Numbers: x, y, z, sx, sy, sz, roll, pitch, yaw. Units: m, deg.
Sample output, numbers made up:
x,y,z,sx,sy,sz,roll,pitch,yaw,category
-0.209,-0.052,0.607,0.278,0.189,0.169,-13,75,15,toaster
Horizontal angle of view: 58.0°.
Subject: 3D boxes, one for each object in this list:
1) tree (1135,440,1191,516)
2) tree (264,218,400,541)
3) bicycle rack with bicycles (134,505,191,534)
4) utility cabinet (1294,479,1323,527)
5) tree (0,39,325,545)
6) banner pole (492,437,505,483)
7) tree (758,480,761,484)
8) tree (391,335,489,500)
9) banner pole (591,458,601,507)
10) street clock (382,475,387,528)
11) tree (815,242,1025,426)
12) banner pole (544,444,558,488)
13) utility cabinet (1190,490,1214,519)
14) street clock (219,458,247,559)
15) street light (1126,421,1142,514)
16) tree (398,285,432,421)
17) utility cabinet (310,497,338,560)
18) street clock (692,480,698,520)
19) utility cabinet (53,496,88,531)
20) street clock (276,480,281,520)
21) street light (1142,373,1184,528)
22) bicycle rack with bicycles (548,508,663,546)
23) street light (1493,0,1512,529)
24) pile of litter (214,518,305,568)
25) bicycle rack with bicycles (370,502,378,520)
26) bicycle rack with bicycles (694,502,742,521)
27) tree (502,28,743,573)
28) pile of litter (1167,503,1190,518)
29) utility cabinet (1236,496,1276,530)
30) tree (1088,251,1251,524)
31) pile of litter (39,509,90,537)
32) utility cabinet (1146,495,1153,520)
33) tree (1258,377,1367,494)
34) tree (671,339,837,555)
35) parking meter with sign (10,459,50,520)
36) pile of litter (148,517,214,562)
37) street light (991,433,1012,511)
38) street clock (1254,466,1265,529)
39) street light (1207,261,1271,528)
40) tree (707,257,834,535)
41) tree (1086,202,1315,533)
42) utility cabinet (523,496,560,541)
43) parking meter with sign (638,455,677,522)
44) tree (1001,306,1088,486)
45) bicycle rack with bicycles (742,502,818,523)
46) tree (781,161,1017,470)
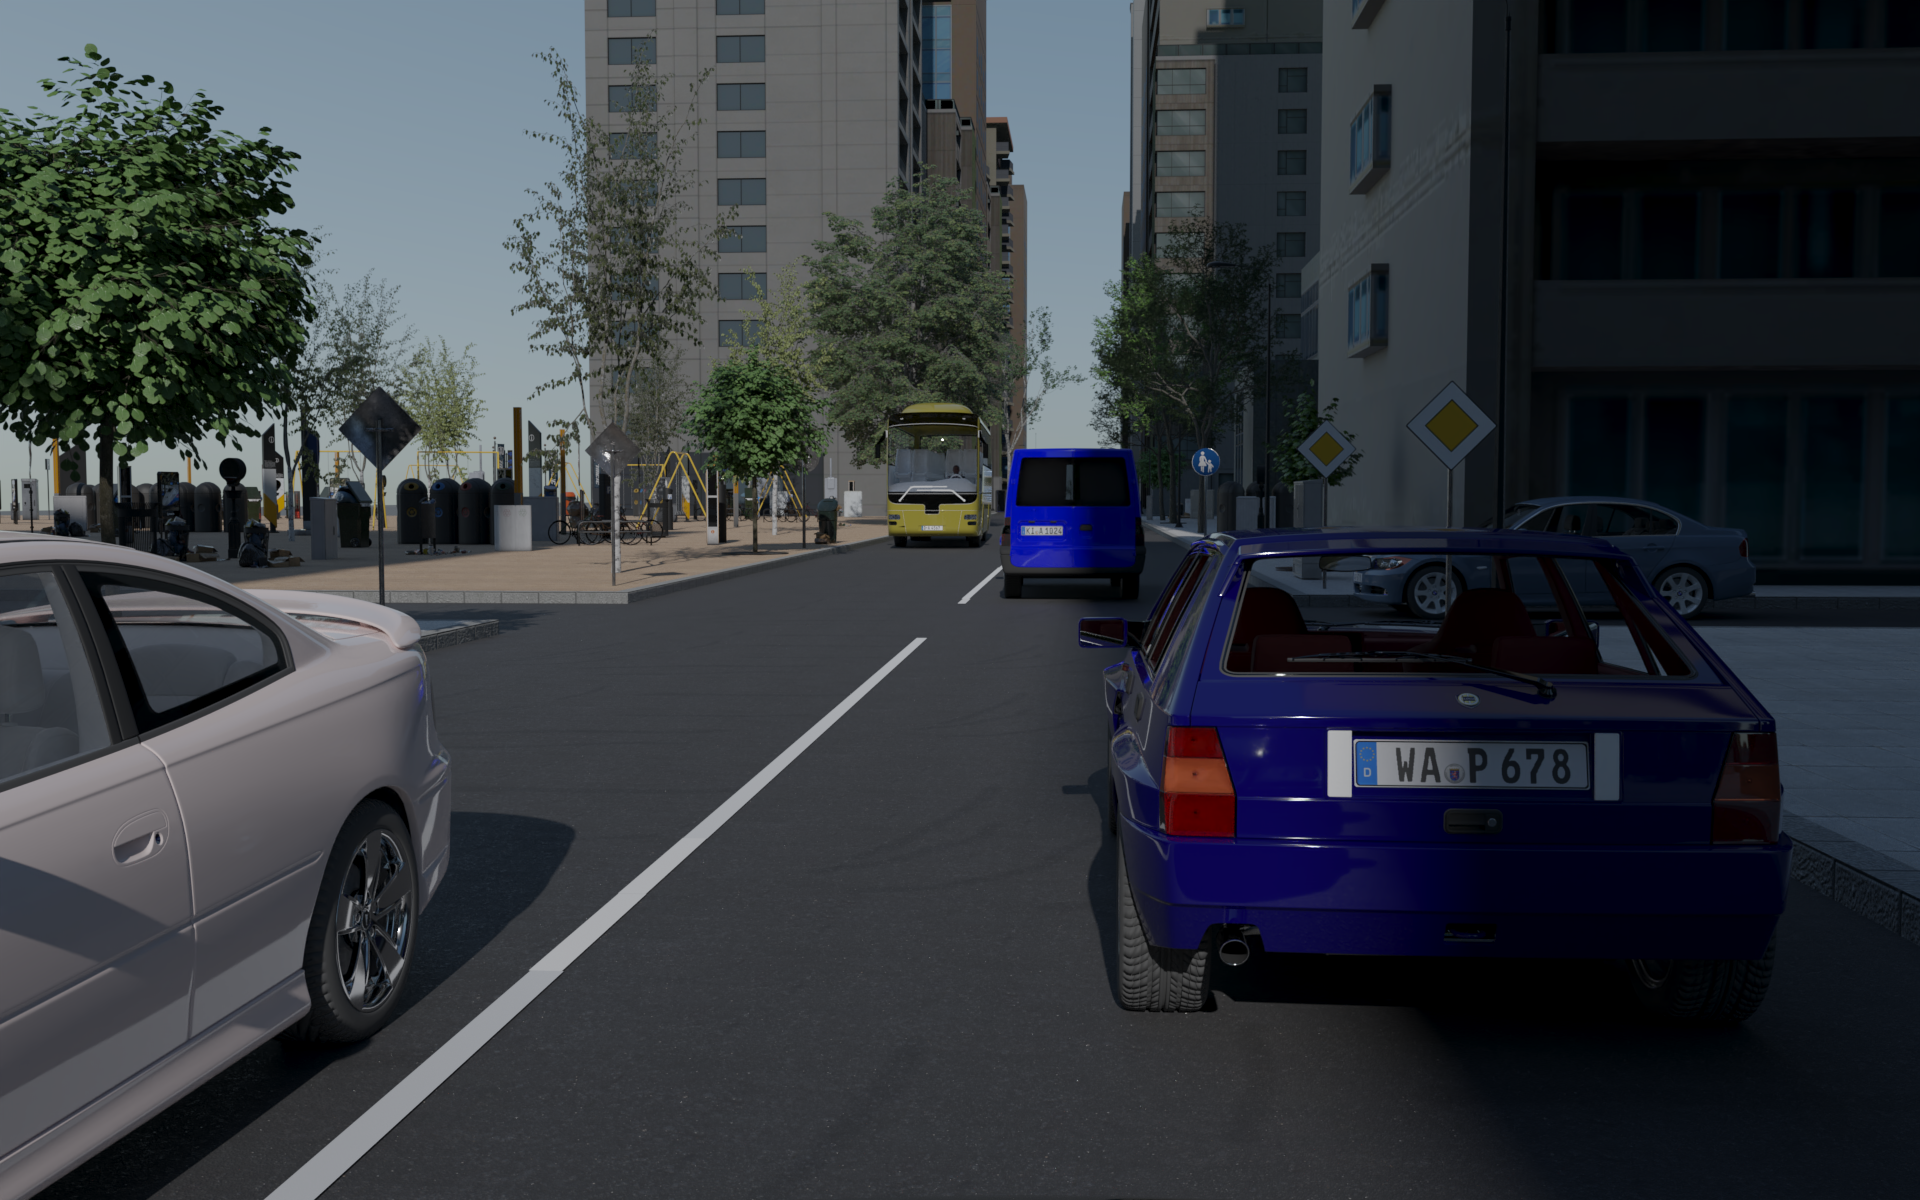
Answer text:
x,y,z,sx,sy,sz,roll,pitch,yaw,category
12.035,-7.303,103.125,4.285,4.588,4.351,0,3,0,tree
-17.924,-5.901,46.850,4.360,8.622,3.978,0,3,0,tree
-26.075,-2.599,55.877,2.852,0.926,2.925,-1,4,-8,bicycle rack with bicycles
5.286,-1.084,26.406,0.318,1.500,1.173,0,4,4,utility cabinet
-6.250,-1.778,12.780,4.285,4.588,4.351,0,3,0,tree
-20.138,-5.238,75.651,0.401,3.779,0.863,2,4,25,banner pole
-11.192,-8.558,90.290,4.360,8.622,3.978,0,3,0,tree
-23.528,-7.895,79.441,4.737,8.622,4.395,0,3,0,tree
-18.660,-6.032,88.634,0.863,3.779,0.401,2,4,33,banner pole
-21.873,-3.730,65.561,0.358,2.002,0.471,0,3,0,street clock
-1.837,-10.446,81.158,12.009,13.543,11.850,0,3,0,tree
-20.463,-5.901,86.492,0.863,3.779,0.401,-1,4,-22,banner pole
12.345,-4.866,88.236,1.173,1.500,0.318,2,4,24,utility cabinet
-14.467,-1.831,34.502,0.471,2.002,0.358,1,4,12,street clock
10.231,-7.693,98.328,1.470,5.913,1.316,0,4,4,street light
-19.728,-6.535,57.210,4.360,8.622,3.978,0,3,0,tree
-12.578,-1.414,34.278,0.306,1.237,1.020,0,4,-7,utility cabinet
-13.306,-5.043,87.028,0.358,2.002,0.471,-1,4,-13,street clock
-30.671,-2.970,59.715,1.020,1.237,0.306,-1,4,-23,utility cabinet
-34.474,-5.061,87.310,0.471,2.002,0.358,-2,4,-35,street clock
7.858,-5.733,66.272,1.470,5.913,1.316,0,4,4,street light
-8.941,-1.864,43.861,2.925,0.926,2.852,-1,4,-13,bicycle rack with bicycles
4.273,-2.621,15.396,1.470,5.913,1.316,0,4,4,street light
-12.253,-1.032,30.830,1.176,0.858,1.719,0,4,2,pile of litter
-30.592,-4.528,87.407,2.852,0.926,2.925,-1,4,-21,bicycle rack with bicycles
-10.816,-4.195,81.972,2.925,0.926,2.852,1,4,13,bicycle rack with bicycles
-5.606,-4.757,28.147,4.360,8.622,3.978,0,3,0,tree
11.669,-4.727,91.256,1.719,0.858,1.176,0,4,7,pile of litter
8.003,-2.184,46.875,1.020,1.237,0.306,2,4,24,utility cabinet
9.122,-9.124,74.932,9.928,11.665,9.643,0,3,0,tree
-26.985,-2.316,51.825,1.719,0.858,1.176,-2,4,-29,pile of litter
9.431,-4.587,86.153,0.306,1.237,1.020,1,4,8,utility cabinet
5.796,-2.090,28.770,1.663,3.219,1.824,0,3,0,tree
-4.460,-3.258,36.983,4.285,4.588,4.351,0,3,0,tree
-45.808,-5.446,85.298,1.738,3.016,0.543,-1,4,-14,parking meter with sign
-14.654,-1.158,32.901,1.176,0.858,1.719,3,5,40,pile of litter
3.030,-9.704,131.198,1.470,5.913,1.316,0,4,4,street light
7.670,-2.419,44.117,0.358,2.002,0.471,0,4,8,street clock
5.630,-3.803,34.714,1.470,5.913,1.316,0,4,4,street light
-5.864,-6.353,54.230,4.737,8.622,4.395,0,3,0,tree
7.710,-7.468,56.515,8.767,10.594,7.601,3,5,41,tree
-11.480,-2.210,47.298,1.020,1.237,0.306,0,4,1,utility cabinet
-13.654,-5.014,78.233,1.738,3.016,0.543,-1,4,-10,parking meter with sign
6.209,-19.451,173.914,12.611,20.169,13.585,0,3,0,tree
-7.763,-4.004,78.843,2.925,0.926,2.852,2,4,28,bicycle rack with bicycles
-2.222,-9.886,68.286,9.857,13.997,8.962,0,3,0,tree
